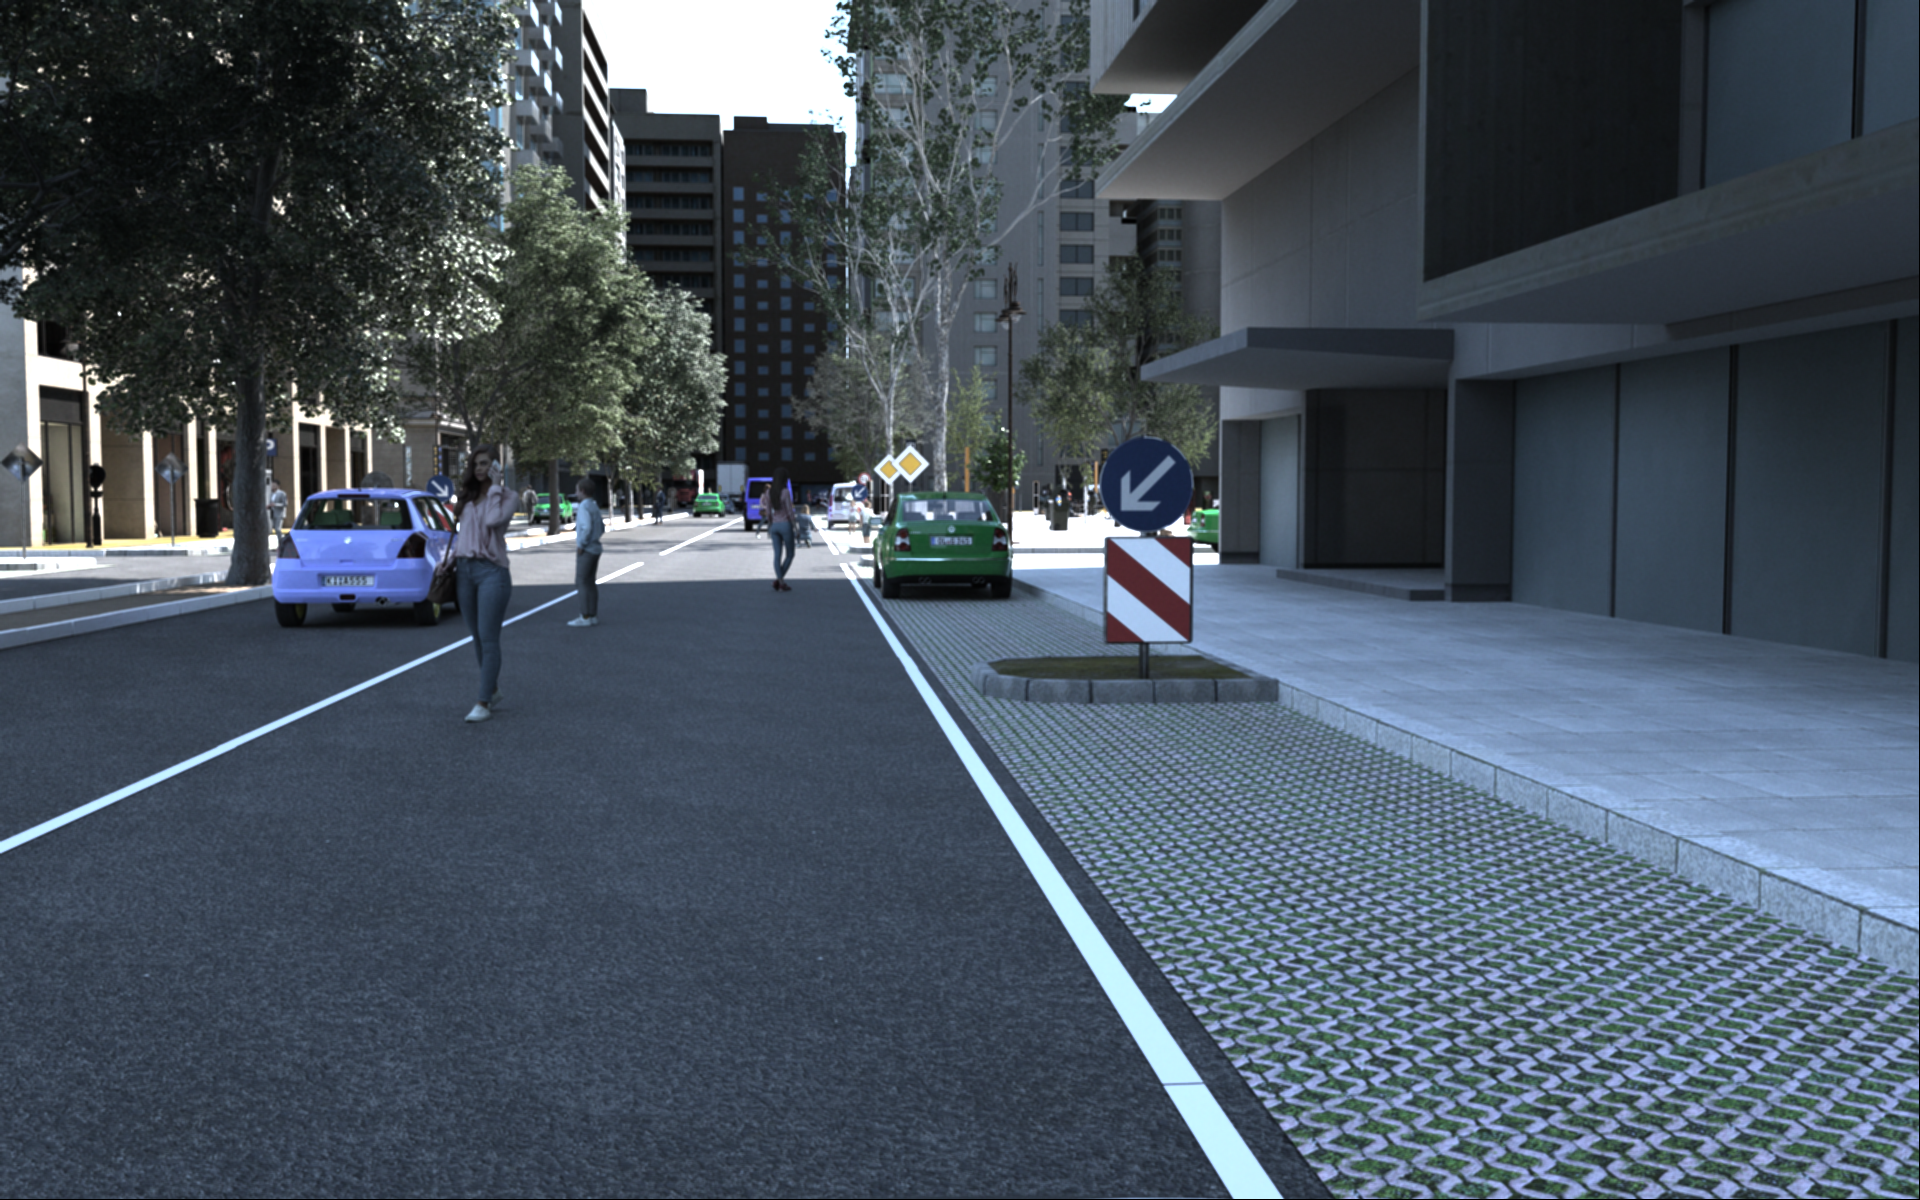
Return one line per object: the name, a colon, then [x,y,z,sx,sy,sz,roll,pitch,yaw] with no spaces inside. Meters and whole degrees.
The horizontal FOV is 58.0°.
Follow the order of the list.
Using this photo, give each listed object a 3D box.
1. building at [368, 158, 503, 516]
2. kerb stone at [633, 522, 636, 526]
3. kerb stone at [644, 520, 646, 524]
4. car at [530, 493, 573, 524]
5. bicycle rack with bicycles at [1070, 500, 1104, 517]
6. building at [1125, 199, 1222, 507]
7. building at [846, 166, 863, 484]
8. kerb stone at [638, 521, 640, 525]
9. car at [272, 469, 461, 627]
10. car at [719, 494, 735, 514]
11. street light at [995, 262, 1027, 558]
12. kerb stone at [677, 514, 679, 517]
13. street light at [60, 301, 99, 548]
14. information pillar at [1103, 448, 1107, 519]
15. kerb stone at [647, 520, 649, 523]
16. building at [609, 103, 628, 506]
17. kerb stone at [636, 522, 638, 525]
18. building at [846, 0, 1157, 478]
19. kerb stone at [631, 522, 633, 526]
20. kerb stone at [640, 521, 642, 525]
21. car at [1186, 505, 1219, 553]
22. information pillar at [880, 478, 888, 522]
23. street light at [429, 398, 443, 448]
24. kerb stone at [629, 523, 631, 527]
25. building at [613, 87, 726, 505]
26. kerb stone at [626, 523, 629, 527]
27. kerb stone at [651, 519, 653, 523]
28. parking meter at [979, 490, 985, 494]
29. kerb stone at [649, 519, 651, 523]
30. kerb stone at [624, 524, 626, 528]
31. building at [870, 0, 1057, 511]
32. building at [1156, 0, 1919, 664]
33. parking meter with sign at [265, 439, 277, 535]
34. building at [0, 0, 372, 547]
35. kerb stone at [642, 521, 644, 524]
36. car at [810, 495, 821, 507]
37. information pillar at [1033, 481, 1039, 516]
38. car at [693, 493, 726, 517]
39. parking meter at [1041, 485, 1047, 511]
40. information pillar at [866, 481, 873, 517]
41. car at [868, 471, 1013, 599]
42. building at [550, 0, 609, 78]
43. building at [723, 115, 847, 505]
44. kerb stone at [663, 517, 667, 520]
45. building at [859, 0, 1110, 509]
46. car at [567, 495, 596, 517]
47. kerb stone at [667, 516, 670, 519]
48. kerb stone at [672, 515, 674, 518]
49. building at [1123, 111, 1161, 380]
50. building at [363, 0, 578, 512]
building: [-32.898,-14.914,94.752,10.553,20.767,40.483,0,4,-5]
kerb stone: [-14.598,-3.337,76.754,0.120,0.150,1.000,0,4,-5]
kerb stone: [-15.079,-3.646,81.851,0.120,0.150,1.000,0,4,-5]
car: [-19.823,-4.591,83.864,1.959,1.807,4.718,0,4,-7]
bicycle rack with bicycles: [6.984,-5.250,99.225,2.852,0.926,2.925,2,4,28]
building: [29.798,-29.840,179.766,23.993,40.220,32.217,0,4,-5]
building: [-6.512,-32.162,209.446,14.086,41.232,14.154,0,4,-5]
kerb stone: [-14.797,-3.462,78.793,0.120,0.150,1.000,0,4,-5]
car: [-6.675,-0.641,20.074,1.945,1.707,3.694,0,4,-7]
car: [-16.968,-6.779,122.831,2.014,1.417,4.499,0,4,-4]
street light: [1.006,-3.785,34.677,0.468,5.910,1.993,0,4,-5]
kerb stone: [-17.199,-5.022,104.315,0.120,0.150,1.000,0,4,-5]
street light: [-20.816,-4.187,41.244,0.468,5.910,1.993,0,4,-5]
information pillar: [7.460,-5.971,88.985,0.183,3.616,0.504,0,4,-2]
kerb stone: [-15.274,-3.773,83.892,0.120,0.150,1.000,0,4,-5]
building: [-42.532,-30.518,182.561,14.086,41.232,14.154,0,4,-5]
kerb stone: [-14.697,-3.397,77.773,0.120,0.150,1.000,0,4,-5]
building: [3.041,-36.111,179.657,28.713,52.752,27.495,0,4,-5]
kerb stone: [-14.507,-3.275,75.735,0.120,0.150,1.000,0,4,-5]
kerb stone: [-14.898,-3.518,79.810,0.120,0.150,1.000,0,4,-5]
car: [7.714,-1.951,40.700,4.718,1.807,1.959,0,4,-4]
information pillar: [-3.459,-4.598,79.676,0.304,2.012,0.304,2,4,34]
street light: [-24.538,-6.637,81.307,0.468,5.910,1.993,0,4,-5]
kerb stone: [-14.407,-3.212,74.712,0.120,0.150,1.000,0,4,-5]
building: [-39.088,-35.884,210.399,21.600,48.544,21.300,0,4,-5]
kerb stone: [-14.320,-3.150,73.691,0.120,0.150,1.000,0,4,-5]
kerb stone: [-15.466,-3.892,85.942,0.120,0.150,1.000,0,4,-5]
parking meter: [1.458,-6.543,115.384,0.372,1.533,0.369,0,3,0]
kerb stone: [-15.375,-3.835,84.909,0.120,0.150,1.000,0,4,-5]
kerb stone: [-14.224,-3.085,72.673,0.120,0.150,1.000,0,4,-5]
building: [-0.131,-27.762,137.505,14.154,41.232,14.086,0,4,-5]
building: [16.936,-26.297,19.202,28.713,52.752,27.495,0,4,-5]
parking meter with sign: [-21.637,-3.508,53.610,0.543,3.016,1.738,0,4,-6]
building: [-33.617,-15.449,57.101,19.350,26.468,34.151,0,4,-5]
kerb stone: [-14.991,-3.586,80.831,0.120,0.150,1.000,0,4,-5]
car: [-14.573,-10.031,176.582,1.945,1.354,3.894,0,4,-4]
information pillar: [4.425,-5.894,100.860,0.304,2.012,0.304,0,4,2]
car: [-15.621,-6.063,107.920,1.959,1.807,4.718,0,4,-4]
parking meter: [5.331,-6.366,109.794,0.399,1.863,0.255,0,4,-4]
information pillar: [-4.928,-5.487,94.206,0.304,2.012,0.304,1,4,17]
car: [-0.320,-0.994,25.044,1.959,1.807,4.718,0,4,-5]
building: [-43.210,-32.507,155.196,21.300,48.544,21.600,0,4,-5]
building: [-20.938,-34.163,208.676,14.200,45.320,14.600,0,4,-5]
kerb stone: [-16.339,-4.455,95.137,0.120,0.150,1.000,0,4,-5]
building: [1.446,-43.799,154.362,20.563,71.187,20.611,0,4,-5]
car: [-21.224,-5.164,96.428,2.014,1.417,4.499,0,4,-6]
kerb stone: [-16.523,-4.584,97.183,0.120,0.150,1.000,0,4,-5]
kerb stone: [-16.814,-4.773,100.241,0.120,0.150,1.000,0,4,-5]
building: [29.353,-36.559,217.343,30.456,49.044,23.786,0,4,-5]
building: [-41.924,-31.168,129.198,23.786,49.044,30.456,0,4,-5]
